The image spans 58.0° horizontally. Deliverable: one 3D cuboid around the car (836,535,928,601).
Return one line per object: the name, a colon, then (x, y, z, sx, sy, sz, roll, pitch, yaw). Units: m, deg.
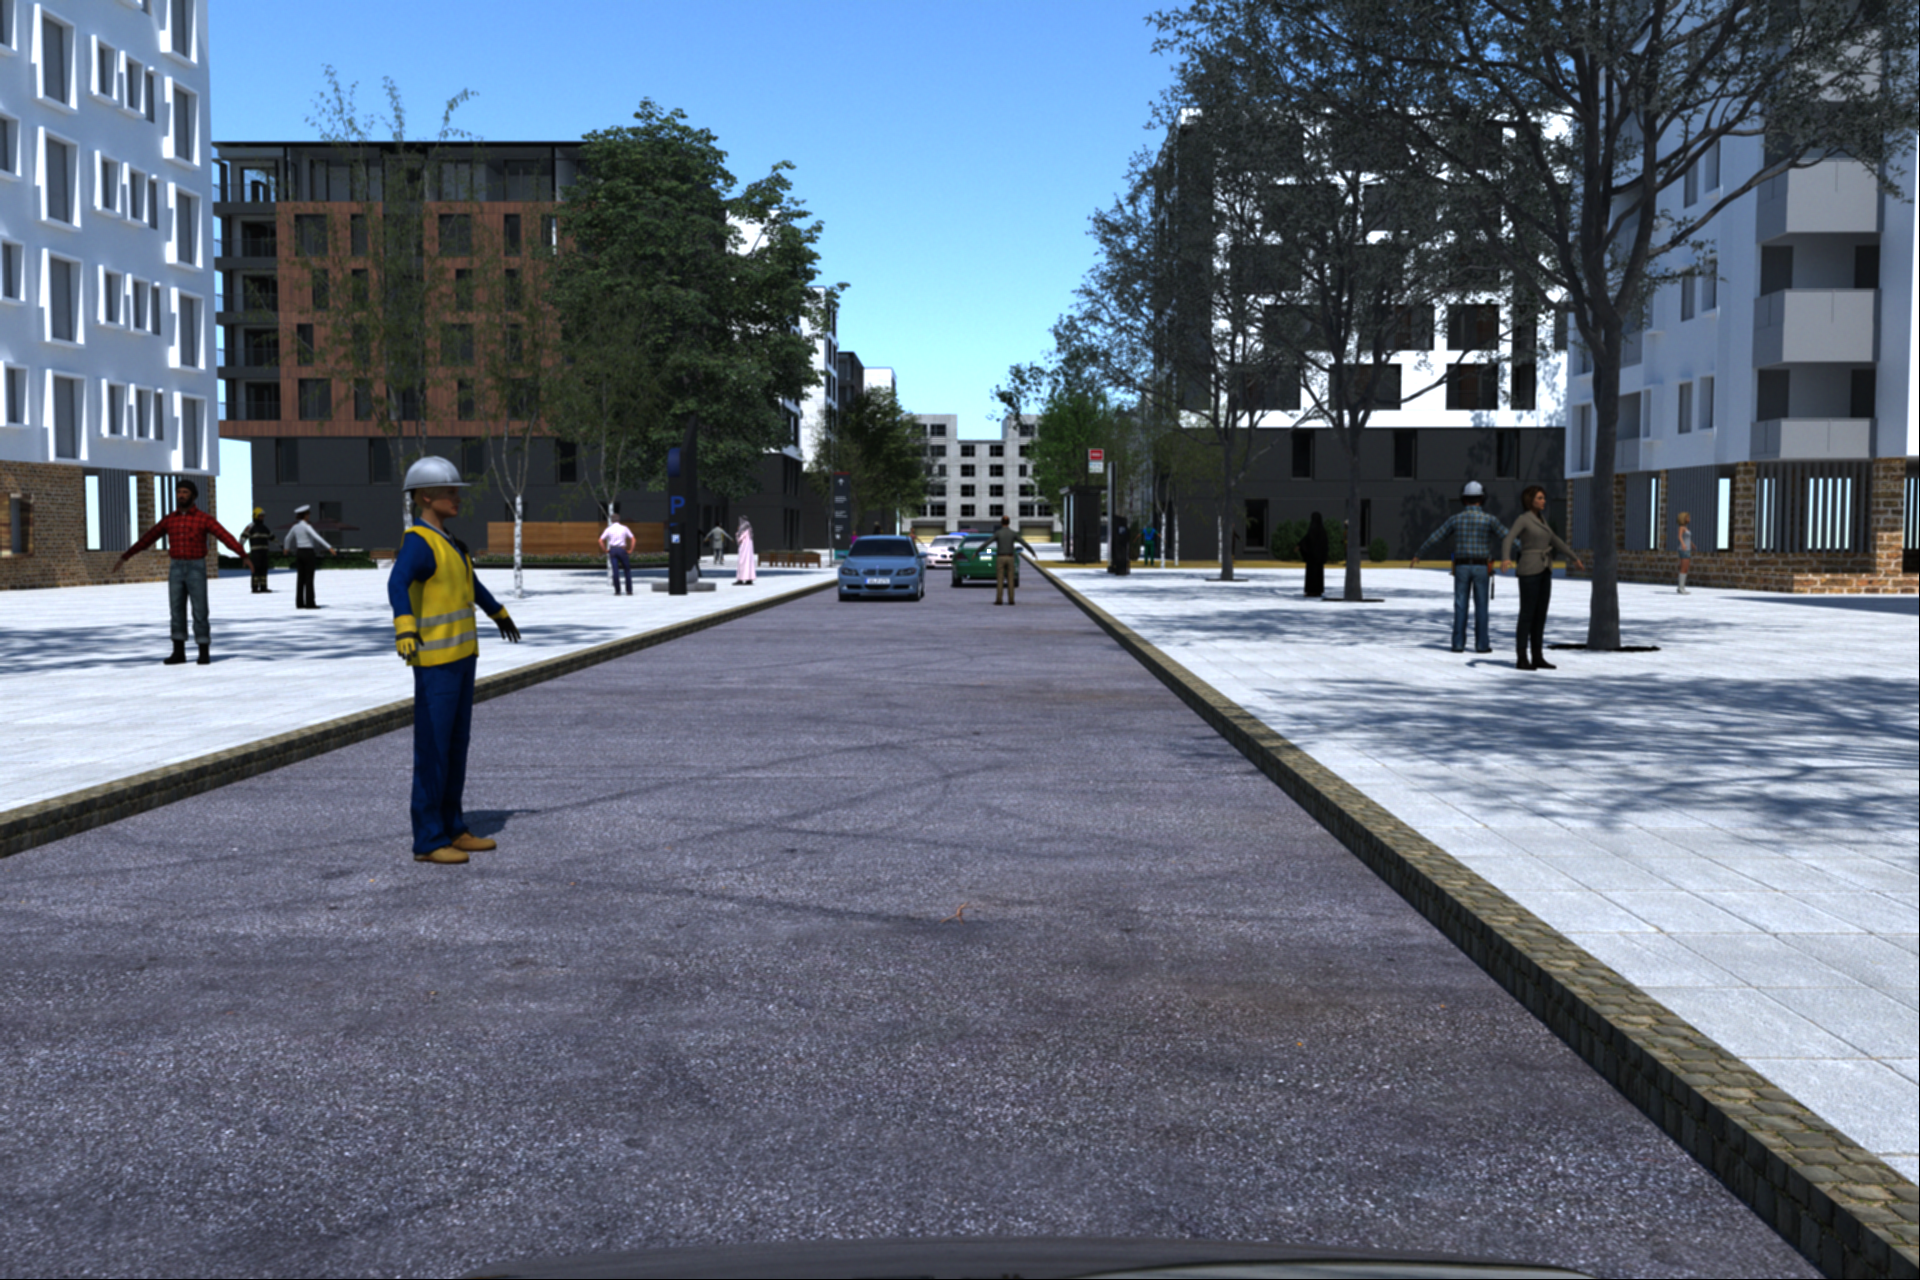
car: (-1.695, -1.615, 38.410, 2.014, 1.417, 4.499, 0, 4, 1)

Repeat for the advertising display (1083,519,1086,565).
advertising display: (5.226, -4.128, 72.702, 0.123, 1.923, 0.974, 0, 4, 2)

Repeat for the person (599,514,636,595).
person: (-7.170, -1.794, 36.310, 0.756, 1.711, 0.436, 0, 4, -4)

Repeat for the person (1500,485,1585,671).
person: (5.489, -0.588, 16.370, 1.215, 1.744, 0.721, -3, 4, -36)

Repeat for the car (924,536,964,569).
car: (-0.441, -3.646, 71.966, 2.083, 1.381, 4.827, 0, 4, 1)

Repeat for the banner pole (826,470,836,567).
banner pole: (-5.035, -4.752, 67.718, 0.401, 3.779, 0.863, 0, 4, 1)

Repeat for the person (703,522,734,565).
person: (-10.159, -4.073, 72.778, 1.347, 1.806, 0.705, 1, 4, 10)

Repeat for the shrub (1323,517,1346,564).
shrub: (15.705, -4.233, 73.251, 1.661, 2.075, 1.752, 0, 3, 0)

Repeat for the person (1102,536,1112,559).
person: (7.915, -5.083, 89.232, 1.348, 1.813, 0.705, -2, 4, -35)

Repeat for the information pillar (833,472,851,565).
information pillar: (-4.946, -5.102, 72.796, 0.750, 3.857, 0.750, 0, 4, 3)

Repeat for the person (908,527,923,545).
person: (-2.090, -4.244, 78.646, 0.721, 1.733, 1.217, 3, 5, 39)

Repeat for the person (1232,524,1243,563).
person: (11.906, -4.266, 75.891, 1.346, 1.812, 0.704, -3, 5, -45)

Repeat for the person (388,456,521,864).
person: (-2.219, 0.077, 7.661, 0.721, 1.772, 1.216, 0, 4, 6)

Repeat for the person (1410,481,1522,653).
person: (5.549, -0.790, 18.752, 1.345, 1.849, 0.704, 1, 4, 23)

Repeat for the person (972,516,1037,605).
person: (0.912, -1.608, 35.012, 1.348, 1.796, 0.705, 0, 4, -7)

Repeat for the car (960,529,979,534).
car: (0.712, -8.035, 140.038, 2.281, 1.827, 5.304, 0, 4, 1)

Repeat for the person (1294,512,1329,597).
person: (7.205, -1.754, 35.471, 0.721, 1.737, 1.214, 3, 5, 41)

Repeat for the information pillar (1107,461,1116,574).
information pillar: (4.982, -4.008, 56.846, 0.184, 3.620, 1.656, 0, 4, 1)

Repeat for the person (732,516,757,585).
person: (-5.446, -2.260, 43.659, 0.621, 1.740, 0.551, 0, 4, -7)

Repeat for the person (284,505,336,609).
person: (-11.204, -1.427, 29.790, 1.216, 1.778, 0.721, 2, 4, 28)

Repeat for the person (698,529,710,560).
person: (-13.023, -4.854, 85.556, 1.347, 1.806, 0.705, -1, 4, -8)

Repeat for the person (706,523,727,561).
person: (-11.558, -4.723, 83.195, 1.349, 1.833, 0.705, -1, 4, -18)

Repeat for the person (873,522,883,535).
person: (-3.969, -4.672, 82.168, 0.705, 1.856, 1.354, -2, 4, -23)

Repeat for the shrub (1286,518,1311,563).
shrub: (15.470, -4.522, 77.969, 1.661, 2.075, 1.752, 0, 3, 0)

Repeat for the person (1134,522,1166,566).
person: (7.728, -3.944, 70.613, 1.347, 1.817, 0.704, 1, 4, 15)

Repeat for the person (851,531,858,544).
person: (-5.270, -4.698, 86.081, 0.991, 1.433, 0.599, 1, 4, 15)

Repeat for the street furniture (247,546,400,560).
street furniture: (-31.080, -4.249, 85.091, 5.734, 0.657, 10.072, 2, 4, 25)

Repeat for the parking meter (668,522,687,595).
parking meter: (-5.950, -1.716, 36.469, 0.372, 1.533, 0.369, 0, 3, 0)

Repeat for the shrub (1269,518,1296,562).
shrub: (15.227, -4.686, 80.661, 1.661, 2.075, 1.752, 0, 3, 0)

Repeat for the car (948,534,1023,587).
car: (0.708, -2.217, 48.044, 2.131, 1.459, 4.920, 0, 4, 1)

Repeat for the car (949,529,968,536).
car: (-0.061, -5.532, 100.047, 1.945, 1.707, 3.694, 0, 4, 1)

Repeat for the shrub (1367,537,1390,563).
shrub: (18.802, -4.081, 77.845, 1.383, 1.207, 1.383, 0, 3, 0)

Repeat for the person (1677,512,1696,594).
person: (15.525, -1.855, 36.933, 0.721, 1.753, 1.214, 2, 4, 32)

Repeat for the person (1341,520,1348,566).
person: (15.583, -3.905, 69.621, 0.705, 1.858, 1.354, 0, 4, -1)

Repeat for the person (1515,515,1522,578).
person: (16.545, -2.756, 50.922, 0.704, 1.845, 1.351, -1, 4, -12)

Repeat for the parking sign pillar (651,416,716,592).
parking sign pillar: (-6.207, -3.079, 38.818, 1.447, 3.967, 1.447, 0, 4, 2)

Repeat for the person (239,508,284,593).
person: (-15.234, -1.953, 37.695, 0.704, 1.858, 1.351, 1, 4, 22)

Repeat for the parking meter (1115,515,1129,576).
parking meter: (5.001, -2.920, 53.448, 0.399, 1.863, 0.255, 0, 4, 1)

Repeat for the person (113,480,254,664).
person: (-7.624, -0.671, 17.081, 1.345, 1.816, 0.704, 0, 4, -3)

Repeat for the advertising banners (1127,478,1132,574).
advertising banners: (5.392, -3.619, 55.363, 0.090, 3.025, 2.074, 0, 4, 1)
